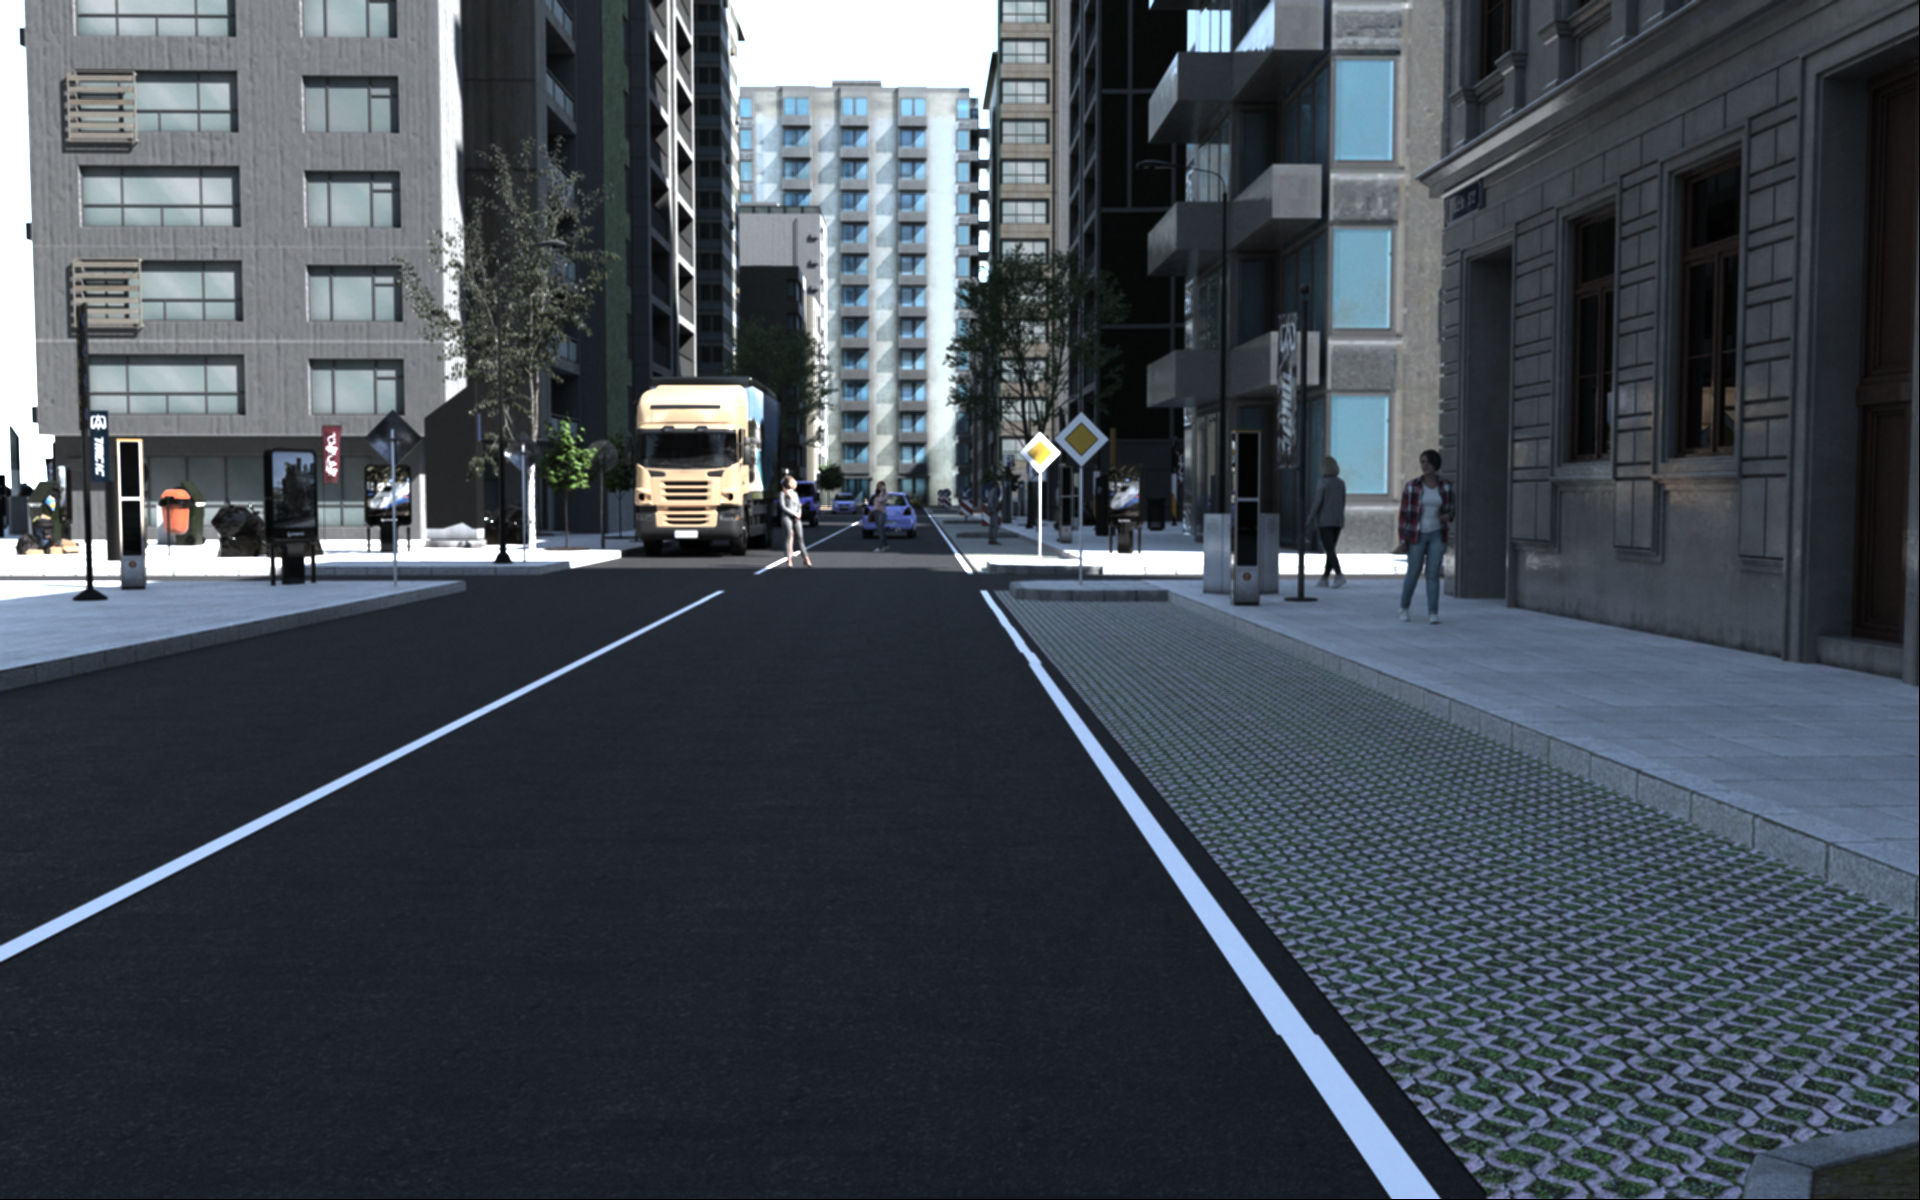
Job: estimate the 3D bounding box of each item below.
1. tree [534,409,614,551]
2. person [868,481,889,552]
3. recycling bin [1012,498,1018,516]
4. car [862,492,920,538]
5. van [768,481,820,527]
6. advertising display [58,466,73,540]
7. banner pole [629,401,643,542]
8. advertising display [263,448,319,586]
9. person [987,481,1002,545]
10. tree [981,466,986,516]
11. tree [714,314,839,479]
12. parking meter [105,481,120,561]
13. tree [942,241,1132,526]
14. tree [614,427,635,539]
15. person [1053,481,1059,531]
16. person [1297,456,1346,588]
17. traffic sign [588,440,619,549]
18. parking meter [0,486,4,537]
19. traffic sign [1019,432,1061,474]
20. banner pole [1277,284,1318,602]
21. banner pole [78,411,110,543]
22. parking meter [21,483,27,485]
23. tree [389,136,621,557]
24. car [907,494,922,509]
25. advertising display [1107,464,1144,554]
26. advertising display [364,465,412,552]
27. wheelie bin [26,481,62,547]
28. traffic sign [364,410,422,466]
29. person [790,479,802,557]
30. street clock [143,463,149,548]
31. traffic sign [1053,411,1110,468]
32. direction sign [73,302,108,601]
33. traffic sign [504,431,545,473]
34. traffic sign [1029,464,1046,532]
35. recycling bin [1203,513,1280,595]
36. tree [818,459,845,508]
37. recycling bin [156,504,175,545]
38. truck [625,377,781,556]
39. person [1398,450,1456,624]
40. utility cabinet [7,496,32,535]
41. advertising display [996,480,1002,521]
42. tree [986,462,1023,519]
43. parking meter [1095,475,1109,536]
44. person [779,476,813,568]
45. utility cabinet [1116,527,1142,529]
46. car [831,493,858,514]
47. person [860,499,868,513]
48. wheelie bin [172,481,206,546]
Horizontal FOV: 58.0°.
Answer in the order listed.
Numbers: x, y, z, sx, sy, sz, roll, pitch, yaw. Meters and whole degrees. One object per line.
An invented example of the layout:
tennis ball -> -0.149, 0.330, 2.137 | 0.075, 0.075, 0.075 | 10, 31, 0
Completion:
tree -> -8.904, -2.732, 39.270 | 1.663, 3.219, 1.824 | 0, 3, 0
person -> -1.944, -2.074, 43.007 | 0.643, 1.750, 0.593 | -3, 4, -38
recycling bin -> 2.930, -5.457, 101.779 | 0.722, 1.027, 0.722 | 3, 5, 39
car -> -2.323, -2.929, 57.479 | 1.945, 1.707, 3.694 | 0, 4, 0
van -> -7.330, -4.465, 77.385 | 2.240, 2.365, 5.245 | 0, 4, -2
advertising display -> -20.734, -2.136, 40.142 | 0.123, 1.923, 0.974 | -3, 4, -36
banner pole -> -8.635, -3.441, 46.281 | 0.401, 3.779, 0.863 | -1, 4, -17
advertising display -> -9.505, -1.188, 24.642 | 0.123, 1.923, 0.974 | 1, 4, 18
person -> 0.950, -2.473, 49.025 | 0.391, 1.810, 0.635 | 0, 4, -7
tree -> 1.706, -6.656, 103.435 | 1.663, 3.219, 1.824 | 0, 3, 0
tree -> -10.603, -10.697, 100.645 | 9.928, 11.665, 9.643 | 0, 3, 0
parking meter -> -16.190, -1.519, 33.254 | 0.372, 1.533, 0.369 | 0, 3, 0
tree -> 3.017, -8.840, 70.296 | 9.928, 11.665, 9.643 | 0, 3, 0
tree -> -9.793, -3.376, 49.795 | 1.663, 3.219, 1.824 | 0, 3, 0
person -> 3.436, -3.281, 60.177 | 0.515, 1.767, 0.782 | 1, 4, 14
person -> 5.008, -1.069, 23.702 | 0.709, 1.800, 0.728 | -2, 4, -29
traffic sign -> -8.404, -2.483, 40.701 | 0.768, 2.556, 0.104 | 0, 4, -1
parking meter -> -28.793, -2.650, 51.735 | 0.372, 1.533, 0.369 | 0, 3, 0
traffic sign -> 1.508, -1.840, 32.273 | 0.795, 2.593, 0.064 | 0, 4, -2
banner pole -> 4.033, -1.893, 20.967 | 0.401, 3.779, 0.863 | -1, 4, -19
banner pole -> -22.867, -3.406, 45.703 | 0.863, 3.779, 0.401 | -1, 4, -13
parking meter -> -54.955, -5.870, 101.680 | 0.399, 1.863, 0.255 | 3, 5, 44
tree -> -8.979, -5.188, 35.186 | 4.360, 8.622, 3.978 | 0, 3, 0
car -> -4.725, -9.689, 168.637 | 2.015, 1.641, 3.980 | 0, 4, -2
advertising display -> 3.559, -1.958, 37.232 | 0.123, 1.923, 0.974 | -3, 5, -41
advertising display -> -12.630, -2.021, 38.264 | 0.974, 1.923, 0.123 | -2, 4, -27
wheelie bin -> -21.810, -2.048, 41.395 | 0.980, 1.594, 0.693 | 2, 4, 30
traffic sign -> -7.873, -1.338, 24.059 | 0.795, 2.593, 0.064 | 0, 4, -2
person -> -3.815, -1.873, 39.464 | 0.374, 1.781, 0.599 | 2, 4, 24
street clock -> -19.265, -2.213, 40.747 | 0.358, 2.002, 0.471 | -1, 4, -10
traffic sign -> 1.718, -1.352, 24.291 | 0.795, 2.593, 0.064 | 0, 4, -2
direction sign -> -10.557, -1.769, 20.915 | 0.379, 3.537, 0.876 | -2, 4, -32
traffic sign -> -8.083, -1.826, 32.042 | 0.795, 2.593, 0.064 | 0, 4, -2
traffic sign -> 2.607, -3.436, 58.303 | 0.606, 2.300, 0.079 | 0, 4, 6
recycling bin -> 3.637, -0.602, 22.402 | 0.722, 1.027, 0.722 | -3, 5, -40
tree -> -12.382, -10.984, 163.301 | 4.285, 4.588, 4.351 | 0, 3, 0
recycling bin -> -19.970, -1.933, 44.160 | 0.722, 1.027, 0.722 | 0, 4, 5
truck -> -6.218, -3.348, 43.654 | 2.839, 4.237, 11.283 | 0, 4, -1
person -> 4.654, -0.636, 17.284 | 0.563, 1.720, 0.643 | 0, 4, 5
utility cabinet -> -29.806, -2.699, 55.295 | 0.306, 1.237, 1.020 | 2, 4, 35
advertising display -> 1.928, -4.645, 81.164 | 0.123, 1.923, 0.974 | -2, 4, -28
tree -> 2.483, -5.826, 89.863 | 1.663, 3.219, 1.824 | 0, 3, 0
parking meter -> 4.363, -2.904, 53.187 | 0.255, 1.863, 0.399 | -3, 5, -40
person -> -3.202, -1.528, 33.760 | 0.573, 1.790, 0.520 | 2, 4, 25
utility cabinet -> 6.225, -3.219, 63.796 | 1.020, 1.237, 0.306 | 3, 4, 37
car -> -8.208, -6.930, 122.900 | 1.945, 1.707, 3.694 | 0, 4, -3
person -> -4.598, -4.253, 83.044 | 0.505, 1.210, 0.382 | 1, 4, 21
wheelie bin -> -19.170, -2.143, 42.954 | 0.693, 1.594, 0.980 | 0, 4, -1
